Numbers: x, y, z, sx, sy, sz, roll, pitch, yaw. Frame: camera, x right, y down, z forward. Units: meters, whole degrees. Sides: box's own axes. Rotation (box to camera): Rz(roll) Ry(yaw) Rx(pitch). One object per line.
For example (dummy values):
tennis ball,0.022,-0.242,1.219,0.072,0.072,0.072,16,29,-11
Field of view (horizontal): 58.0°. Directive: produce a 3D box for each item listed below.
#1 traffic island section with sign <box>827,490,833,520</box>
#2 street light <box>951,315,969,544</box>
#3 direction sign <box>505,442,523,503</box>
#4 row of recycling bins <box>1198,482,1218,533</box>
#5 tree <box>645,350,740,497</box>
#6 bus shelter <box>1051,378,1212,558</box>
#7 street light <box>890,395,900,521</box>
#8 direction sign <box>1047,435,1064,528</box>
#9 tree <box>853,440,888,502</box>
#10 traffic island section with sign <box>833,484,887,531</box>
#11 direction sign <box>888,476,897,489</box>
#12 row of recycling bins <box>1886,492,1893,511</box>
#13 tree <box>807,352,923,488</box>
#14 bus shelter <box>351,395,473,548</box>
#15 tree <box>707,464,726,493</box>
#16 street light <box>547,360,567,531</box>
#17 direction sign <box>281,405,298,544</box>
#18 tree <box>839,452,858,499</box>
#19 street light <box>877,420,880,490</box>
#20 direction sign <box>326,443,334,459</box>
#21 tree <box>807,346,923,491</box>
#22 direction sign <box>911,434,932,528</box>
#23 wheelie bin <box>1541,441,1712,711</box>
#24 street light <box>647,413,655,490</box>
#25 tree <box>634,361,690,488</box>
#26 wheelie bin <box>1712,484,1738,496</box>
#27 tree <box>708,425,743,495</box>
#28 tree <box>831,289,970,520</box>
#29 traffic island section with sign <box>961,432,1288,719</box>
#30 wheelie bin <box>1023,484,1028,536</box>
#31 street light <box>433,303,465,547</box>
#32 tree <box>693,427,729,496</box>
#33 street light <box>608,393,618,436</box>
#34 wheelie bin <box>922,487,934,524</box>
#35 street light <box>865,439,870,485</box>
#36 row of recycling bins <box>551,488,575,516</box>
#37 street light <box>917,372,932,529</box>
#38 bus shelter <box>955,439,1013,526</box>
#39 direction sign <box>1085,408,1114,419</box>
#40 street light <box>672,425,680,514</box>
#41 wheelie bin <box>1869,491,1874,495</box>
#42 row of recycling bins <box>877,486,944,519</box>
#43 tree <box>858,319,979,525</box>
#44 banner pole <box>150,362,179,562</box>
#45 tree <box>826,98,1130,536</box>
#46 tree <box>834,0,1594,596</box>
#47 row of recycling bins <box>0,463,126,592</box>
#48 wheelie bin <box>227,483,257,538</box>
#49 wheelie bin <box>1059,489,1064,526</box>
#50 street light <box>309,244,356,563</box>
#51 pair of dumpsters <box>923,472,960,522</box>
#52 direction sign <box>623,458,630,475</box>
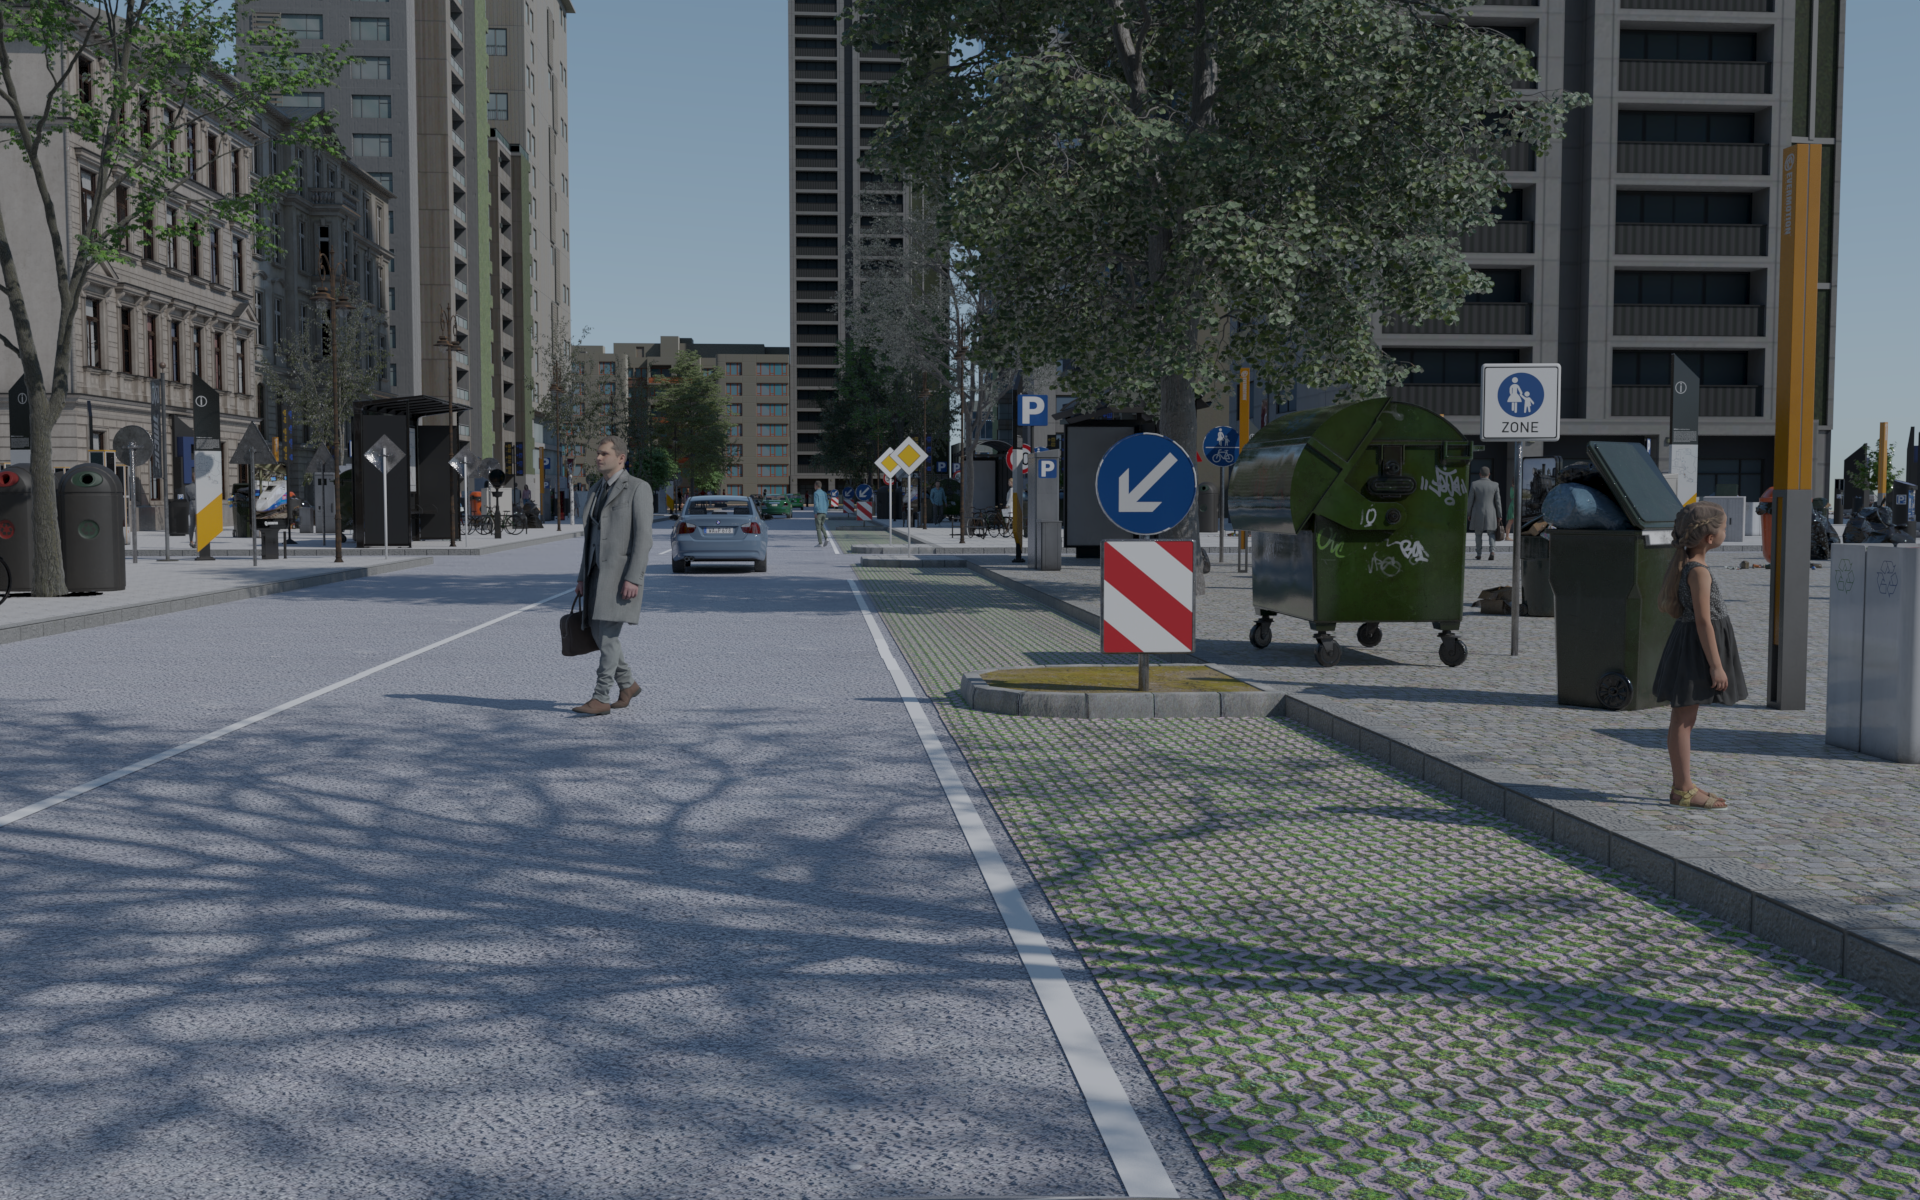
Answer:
traffic island section with sign,-6.238,-5.281,94.980,1.989,1.847,2.006,0,4,-5
street light,0.057,-4.405,44.809,0.468,5.910,1.993,0,4,-5
direction sign,-19.329,-5.084,75.127,0.876,3.537,0.379,1,4,16
row of recycling bins,7.269,-3.161,58.794,3.534,1.692,1.069,3,5,44
tree,-21.244,-13.358,136.531,7.486,12.596,7.792,0,3,0
bus shelter,3.078,-2.336,32.123,2.014,3.302,5.546,0,4,-5
street light,-3.070,-6.625,81.112,0.468,5.910,1.993,0,4,-5
direction sign,3.752,-4.524,65.962,0.876,3.537,0.379,1,4,10
tree,-7.921,-12.139,148.836,4.737,8.622,4.395,0,3,0
traffic island section with sign,-3.894,-3.635,68.060,1.989,1.847,2.006,0,4,-5
direction sign,-3.459,-6.228,93.821,0.876,3.537,0.379,-1,4,-20
row of recycling bins,52.571,-5.434,95.954,3.534,1.692,1.069,-2,4,-26
tree,-5.166,-10.652,108.572,7.601,10.594,8.767,2,4,32
bus shelter,-13.811,-3.225,44.009,1.731,3.624,6.357,0,4,-5
tree,-22.312,-10.338,152.744,4.285,4.588,4.351,0,3,0
street light,-13.897,-5.325,59.851,0.468,5.910,1.993,0,4,-5
direction sign,-17.219,-3.204,44.386,0.379,3.537,0.876,0,4,-7
tree,-12.596,-14.924,194.371,4.360,8.622,3.978,0,3,0
street light,-4.686,-7.721,99.021,0.468,5.910,1.993,0,4,-5
direction sign,-28.001,-5.211,77.196,0.876,3.537,0.379,3,5,41
tree,-6.913,-13.147,131.959,9.611,12.733,9.660,0,3,0
direction sign,-1.452,-4.470,65.089,0.876,3.537,0.379,2,4,26
wheelie bin,3.953,-0.159,10.508,0.980,1.594,0.693,-3,5,-40
street light,-17.163,-7.549,96.220,0.468,5.910,1.993,0,4,-5
tree,-16.911,-8.508,89.460,4.360,8.622,3.978,0,3,0
wheelie bin,24.330,-2.884,55.057,0.980,1.594,0.693,2,4,29
tree,-23.843,-13.591,172.577,4.737,8.622,4.395,0,3,0
tree,-2.870,-9.831,86.498,9.928,11.665,9.643,0,3,0
traffic island section with sign,1.032,-0.202,11.937,1.989,1.847,2.006,0,4,-5
wheelie bin,2.243,-2.730,52.542,0.980,1.594,0.693,-2,4,-31
street light,-12.353,-4.234,42.007,0.468,5.910,1.993,0,4,-5
tree,-24.173,-13.186,165.954,4.360,8.622,3.978,0,3,0
street light,-15.632,-6.433,77.966,0.468,5.910,1.993,0,4,-5
wheelie bin,-1.383,-4.139,75.584,0.693,1.594,0.980,1,4,16
street light,-6.220,-8.812,116.866,0.468,5.910,1.993,0,4,-5
row of recycling bins,-23.314,-5.812,102.134,1.069,1.692,3.534,0,4,2
street light,-1.274,-5.497,62.671,0.468,5.910,1.993,0,4,-5
bus shelter,1.019,-4.468,66.968,2.014,3.302,5.546,0,4,-5
direction sign,3.659,-3.287,45.744,0.876,3.537,0.379,2,4,35
street light,-18.730,-8.641,114.062,0.468,5.910,1.993,0,4,-5
wheelie bin,64.313,-7.026,122.782,0.980,1.594,0.693,0,4,1
row of recycling bins,-2.557,-5.025,89.273,3.534,1.692,1.069,-1,4,-16
tree,-1.461,-7.443,72.058,4.360,8.622,3.978,0,3,0
banner pole,-15.292,-2.636,33.123,0.401,3.779,0.863,-3,5,-45
tree,0.383,-8.723,52.984,12.009,13.543,11.850,0,3,0
tree,2.875,-7.033,21.646,9.857,13.997,8.962,0,3,0
row of recycling bins,-12.899,-0.974,23.038,3.534,1.692,1.069,0,4,0
wheelie bin,-21.015,-2.636,51.001,0.980,1.594,0.693,-2,4,-35
wheelie bin,4.259,-3.760,69.382,0.693,1.594,0.980,1,4,16
street light,-11.656,-3.641,32.320,0.468,5.910,1.993,0,4,-5
pair of dumpsters,-0.666,-4.752,80.181,1.574,2.255,4.437,0,4,-5
direction sign,-18.294,-6.255,94.262,0.876,3.537,0.379,3,4,36
